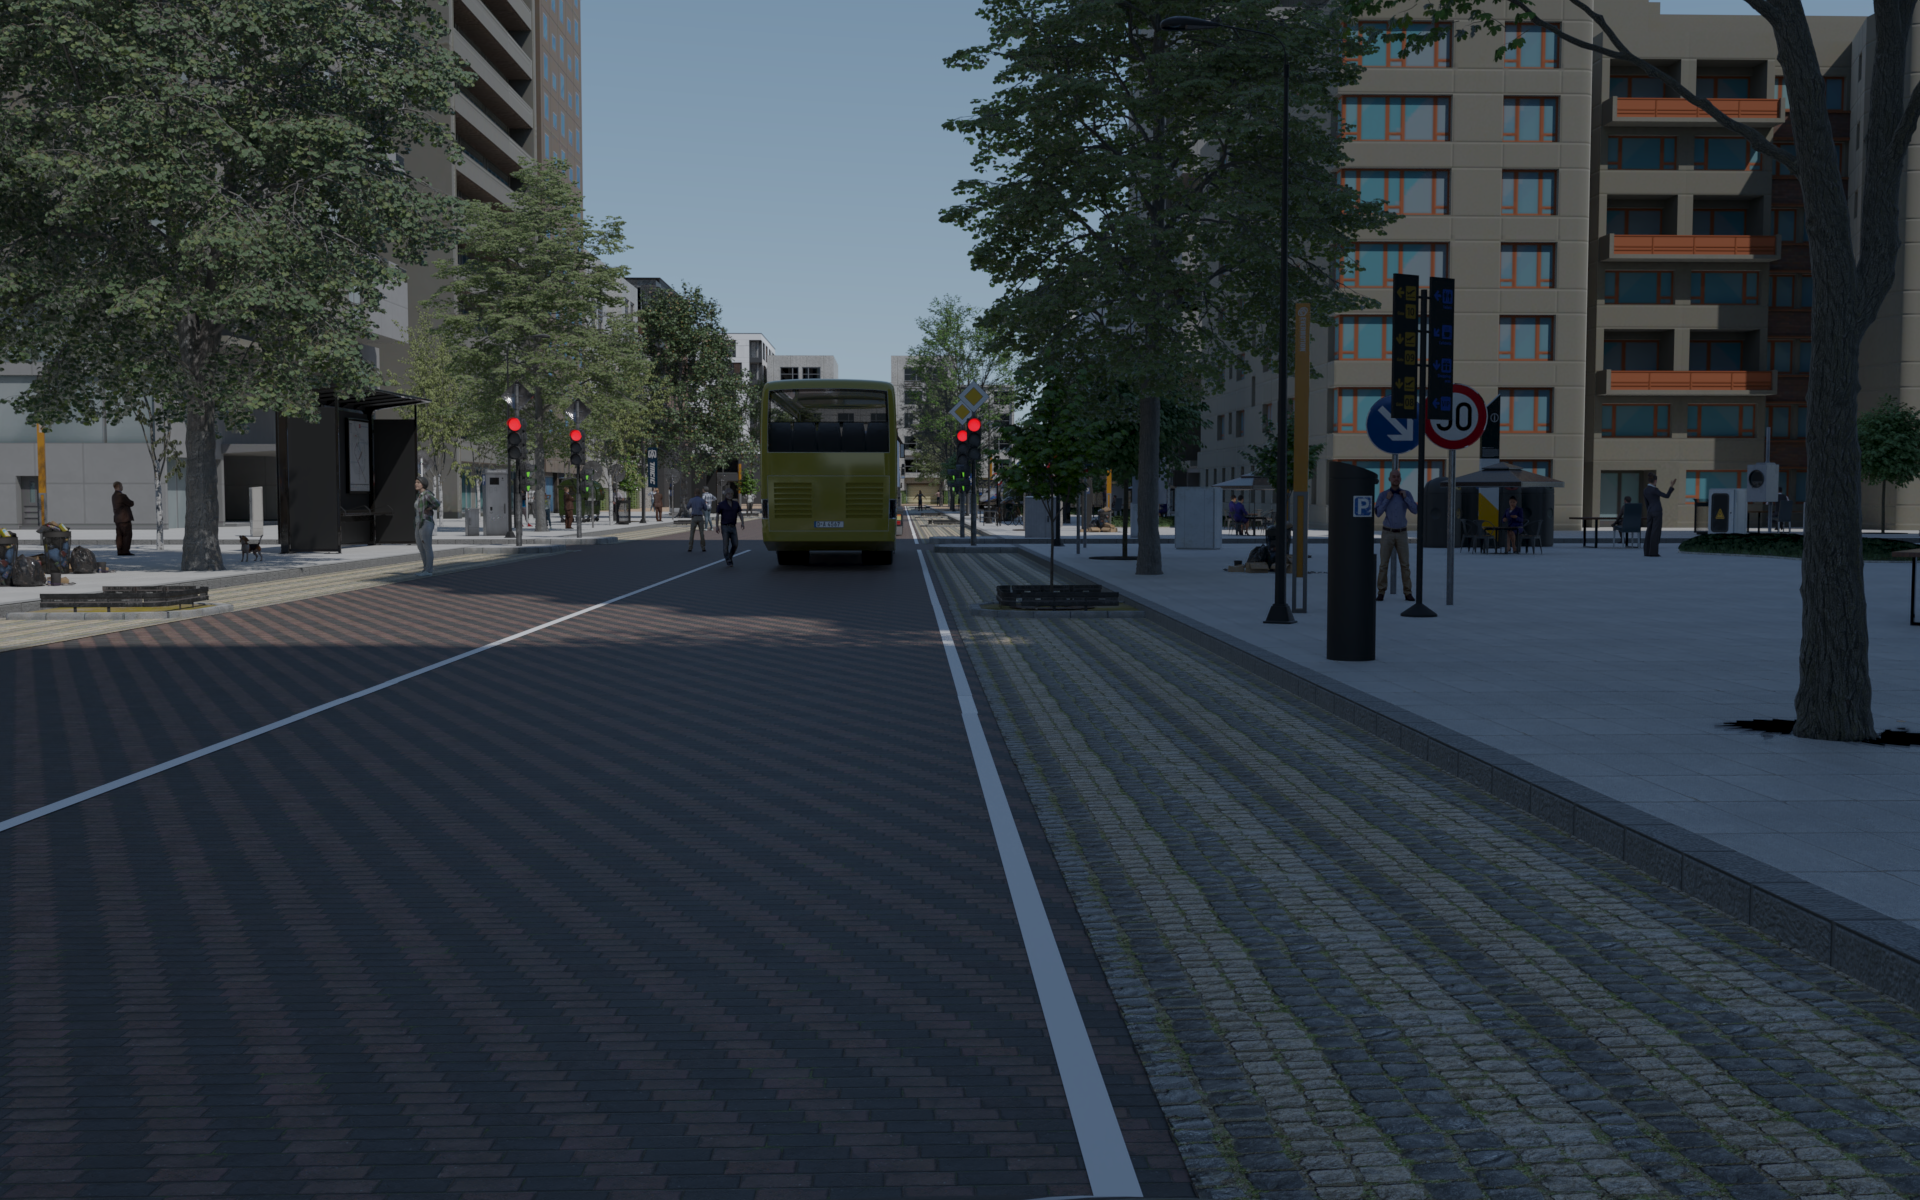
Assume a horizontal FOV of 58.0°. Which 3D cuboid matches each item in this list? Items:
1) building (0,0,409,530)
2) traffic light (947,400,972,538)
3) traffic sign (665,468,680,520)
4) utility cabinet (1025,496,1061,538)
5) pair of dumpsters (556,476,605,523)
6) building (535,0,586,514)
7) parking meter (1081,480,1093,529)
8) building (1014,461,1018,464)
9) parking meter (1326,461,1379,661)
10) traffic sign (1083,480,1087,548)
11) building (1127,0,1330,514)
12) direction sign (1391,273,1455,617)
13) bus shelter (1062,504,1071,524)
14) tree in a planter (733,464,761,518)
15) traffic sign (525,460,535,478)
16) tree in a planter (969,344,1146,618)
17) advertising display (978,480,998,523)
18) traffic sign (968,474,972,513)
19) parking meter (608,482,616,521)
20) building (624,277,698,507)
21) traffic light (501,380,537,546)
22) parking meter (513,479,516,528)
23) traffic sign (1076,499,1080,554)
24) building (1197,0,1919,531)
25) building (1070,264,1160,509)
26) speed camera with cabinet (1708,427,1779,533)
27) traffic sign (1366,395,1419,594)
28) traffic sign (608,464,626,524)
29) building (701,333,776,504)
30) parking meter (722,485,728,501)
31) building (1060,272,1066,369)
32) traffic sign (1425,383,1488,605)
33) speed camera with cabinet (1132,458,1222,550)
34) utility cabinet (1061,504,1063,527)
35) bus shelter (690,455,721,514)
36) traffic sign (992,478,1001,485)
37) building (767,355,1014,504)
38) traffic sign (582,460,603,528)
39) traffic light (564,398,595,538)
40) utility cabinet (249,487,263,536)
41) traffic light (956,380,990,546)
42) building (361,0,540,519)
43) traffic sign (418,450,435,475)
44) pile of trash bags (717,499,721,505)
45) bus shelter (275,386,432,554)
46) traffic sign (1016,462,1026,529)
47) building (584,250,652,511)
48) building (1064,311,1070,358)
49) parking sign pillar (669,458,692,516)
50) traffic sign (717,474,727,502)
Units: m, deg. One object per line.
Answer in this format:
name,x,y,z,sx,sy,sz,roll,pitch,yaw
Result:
building,-40.014,-29.559,72.524,28.713,52.752,27.495,0,4,-2
traffic light,0.050,-3.794,50.956,0.839,4.253,0.868,0,4,-2
traffic sign,-14.308,-5.267,86.220,0.768,2.556,0.104,0,4,6
utility cabinet,2.428,-2.430,50.887,1.020,1.237,0.306,1,4,15
pair of dumpsters,-17.314,-4.673,78.890,1.574,2.255,4.437,0,4,-2
building,-33.494,-28.492,115.960,14.600,45.320,14.200,0,4,-2
parking meter,4.461,-3.365,60.734,0.399,1.863,0.255,0,4,8
building,20.835,-17.392,226.509,28.070,9.664,9.099,0,4,-2
parking meter,3.035,-0.305,13.405,0.372,1.533,0.369,0,3,0
traffic sign,2.986,-2.521,41.327,0.768,2.556,0.104,0,4,2
building,25.515,-31.719,107.852,28.713,52.752,27.495,0,4,-2
direction sign,4.816,-1.595,18.071,0.876,3.537,0.379,-2,4,-32
bus shelter,3.942,-5.316,78.198,1.731,3.624,6.357,0,4,-2
tree in a planter,-12.599,-6.435,102.435,1.991,3.239,1.994,0,4,-2
traffic sign,-16.762,-4.112,66.957,0.795,2.593,0.064,0,4,0
tree in a planter,1.110,-1.437,20.711,1.991,3.239,1.994,0,4,-2
advertising display,1.264,-4.409,77.309,0.974,1.923,0.123,2,4,32
traffic sign,0.532,-6.418,105.038,0.768,2.556,0.104,0,4,1
parking meter,-16.428,-4.669,82.057,0.399,1.863,0.255,2,4,35
building,-44.976,-20.359,176.845,32.646,21.610,27.936,0,4,-2
traffic light,-10.854,-3.282,42.583,0.839,4.253,0.868,0,4,-2
parking meter,-16.695,-3.650,65.393,0.255,1.863,0.399,0,4,-2
traffic sign,2.535,-2.259,37.048,0.768,2.556,0.104,0,4,7
building,26.938,-14.000,73.943,28.899,21.520,27.650,0,4,-2
building,17.747,-17.472,142.086,16.016,20.091,11.380,0,4,-2
speed camera with cabinet,23.388,-3.510,51.732,0.660,3.252,2.038,-2,4,-26
traffic sign,5.557,-1.347,22.136,0.768,2.556,0.104,0,4,5
traffic sign,-14.554,-4.483,73.408,0.768,2.556,0.104,0,4,0
building,-41.877,-23.796,233.039,32.646,21.610,27.936,0,4,-2
parking meter,-15.750,-6.744,115.973,0.399,1.863,0.255,2,4,34
building,23.085,-20.299,175.859,27.936,21.610,32.646,0,4,-2
traffic sign,5.669,-1.215,19.968,0.768,2.556,0.104,0,4,2
speed camera with cabinet,5.070,-2.817,40.394,2.038,3.252,0.660,2,4,27
utility cabinet,3.715,-3.540,66.556,0.318,1.500,1.173,1,4,13
bus shelter,-15.826,-7.071,106.900,1.731,3.624,6.357,0,4,-2
traffic sign,2.206,-6.263,102.509,0.768,2.556,0.104,0,4,3
building,-9.070,-22.203,229.480,31.486,18.905,16.747,0,4,-2
traffic sign,-13.933,-4.010,65.665,0.768,2.556,0.104,0,4,-1
traffic light,-11.124,-3.770,50.564,0.839,4.253,0.868,0,4,-2
utility cabinet,-21.284,-2.671,52.346,0.318,1.500,1.173,-2,4,-26
traffic light,0.320,-3.306,42.976,0.839,4.253,0.868,0,4,-2
building,-36.870,-29.001,97.871,21.300,48.544,21.600,0,4,-2
traffic sign,-15.910,-3.148,51.198,0.795,2.593,0.064,0,4,-1
pile of trash bags,-16.803,-6.863,121.968,1.912,1.369,3.447,1,4,13
bus shelter,-13.914,-2.988,40.145,1.731,3.624,6.357,0,4,-2
traffic sign,2.372,-3.890,63.714,0.768,2.556,0.104,0,3,0
building,-35.855,-16.786,140.905,16.747,18.905,31.486,0,4,-2
building,17.393,-18.169,153.482,16.016,20.091,11.380,0,4,-2
parking sign pillar,-16.523,-6.968,102.406,1.447,3.967,1.447,3,5,43
traffic sign,-15.359,-6.815,111.536,0.768,2.556,0.104,0,4,3
